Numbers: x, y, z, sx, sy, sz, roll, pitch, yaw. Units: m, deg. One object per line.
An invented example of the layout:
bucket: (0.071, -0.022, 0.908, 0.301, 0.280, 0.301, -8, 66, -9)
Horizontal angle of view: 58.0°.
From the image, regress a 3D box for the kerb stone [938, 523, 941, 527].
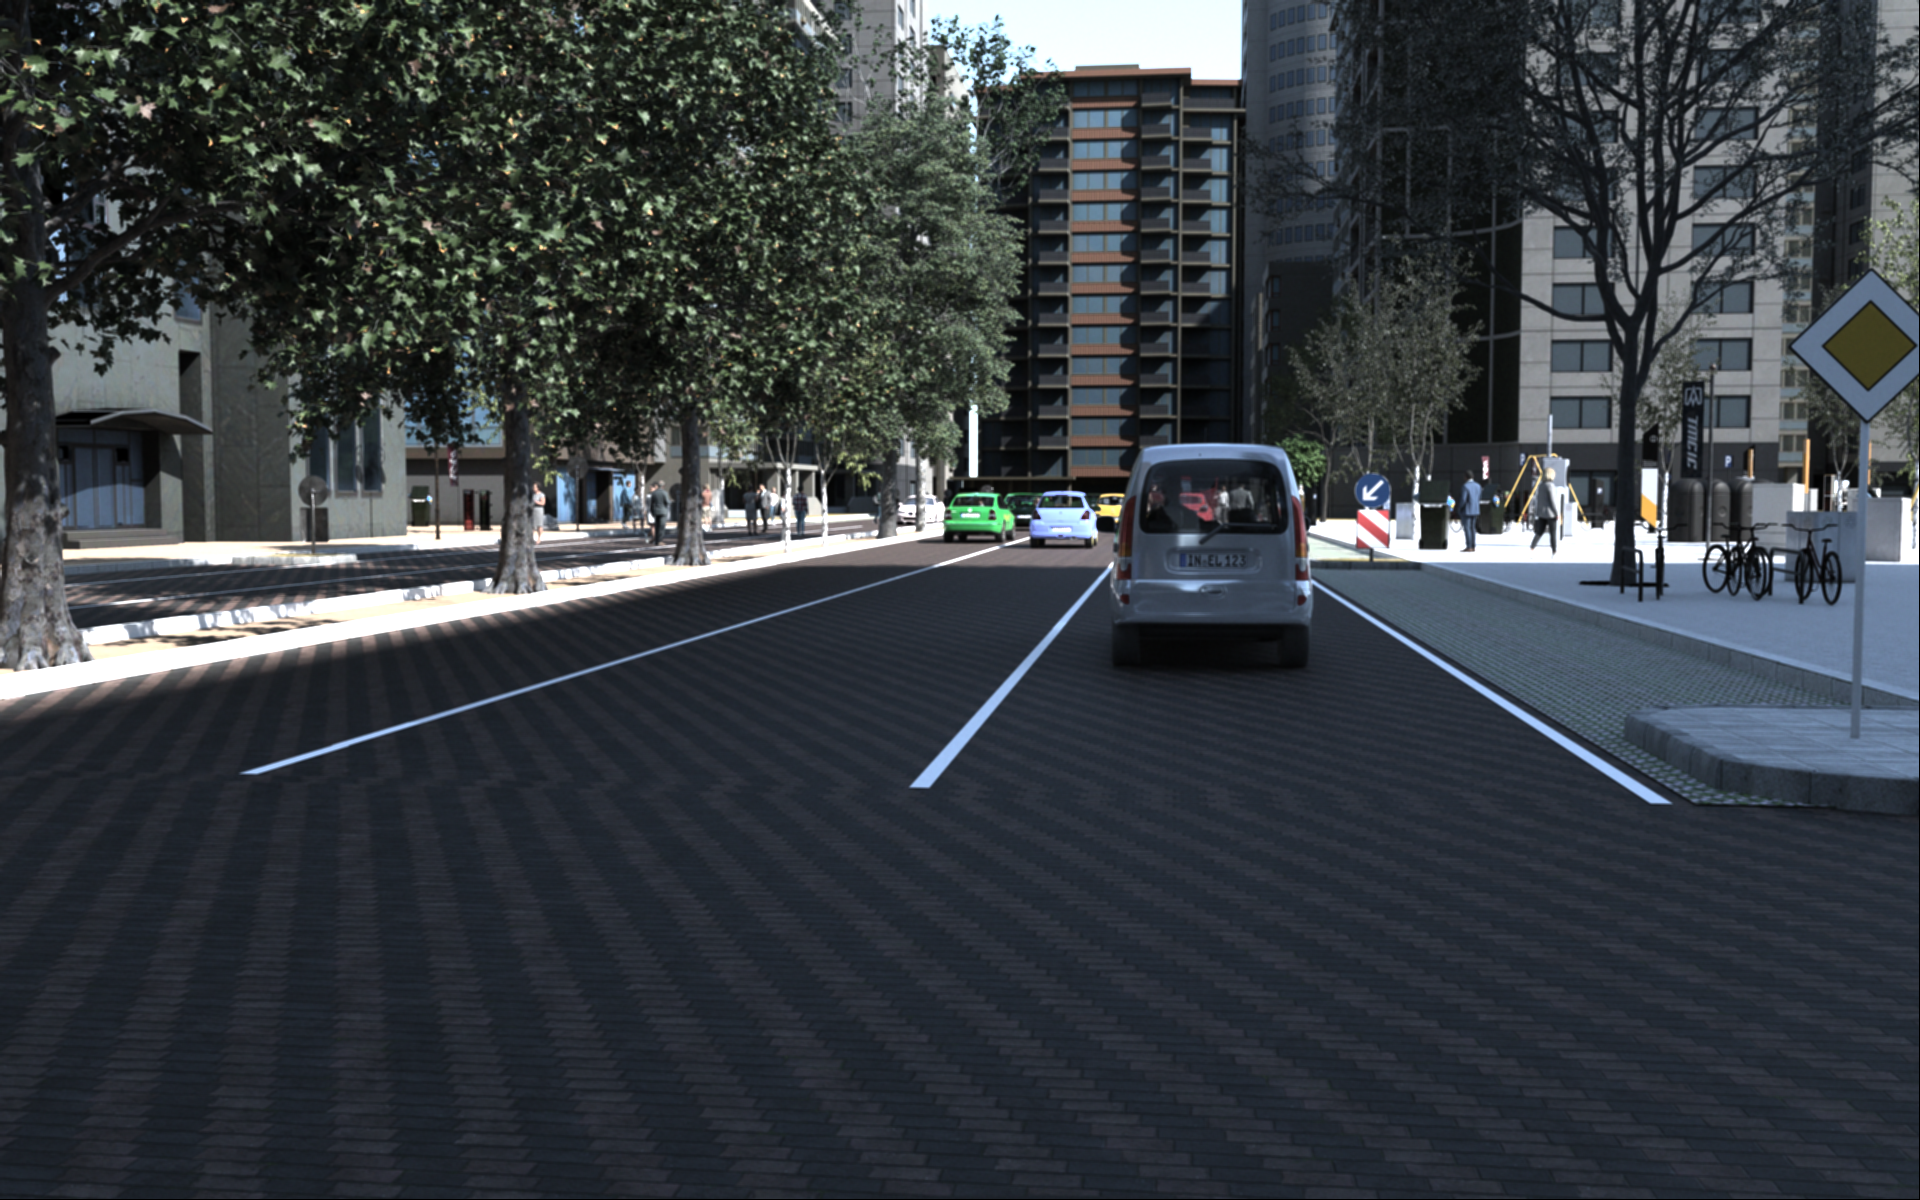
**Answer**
kerb stone: (-1.060, -3.226, 74.943, 0.120, 0.150, 1.000, 0, 4, 7)

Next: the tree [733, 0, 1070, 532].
tree: (-2.573, -12.653, 65.218, 12.611, 20.169, 13.585, 0, 3, 0)

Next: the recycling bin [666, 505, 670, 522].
recycling bin: (-13.728, -4.148, 80.366, 0.722, 1.027, 0.722, -1, 4, -12)

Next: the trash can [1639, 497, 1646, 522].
trash can: (32.083, -4.237, 80.928, 0.748, 1.137, 0.748, 0, 3, 0)

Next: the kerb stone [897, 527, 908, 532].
kerb stone: (-2.189, -2.666, 65.788, 0.120, 0.150, 1.000, 0, 4, 7)

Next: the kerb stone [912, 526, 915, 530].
kerb stone: (-1.944, -2.787, 67.818, 0.120, 0.150, 1.000, 0, 4, 7)

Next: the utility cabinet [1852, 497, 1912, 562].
utility cabinet: (17.540, -1.335, 32.987, 0.306, 1.237, 1.020, -2, 4, -27)

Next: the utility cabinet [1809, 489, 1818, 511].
utility cabinet: (34.922, -3.821, 71.150, 0.318, 1.500, 1.173, 1, 4, 15)

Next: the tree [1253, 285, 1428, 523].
tree: (16.555, -8.743, 77.363, 7.601, 10.594, 8.767, 3, 5, 44)

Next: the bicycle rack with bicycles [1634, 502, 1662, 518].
bicycle rack with bicycles: (29.012, -3.764, 74.927, 2.852, 0.926, 2.925, 0, 4, -1)

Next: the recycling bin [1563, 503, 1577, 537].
recycling bin: (18.018, -2.396, 51.735, 0.722, 1.027, 0.722, 2, 4, 25)

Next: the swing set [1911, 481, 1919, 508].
swing set: (20.114, -2.190, 33.432, 3.119, 2.851, 2.862, -1, 4, -19)

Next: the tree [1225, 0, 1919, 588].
tree: (9.382, -6.950, 24.010, 12.009, 13.543, 11.850, 0, 3, 0)

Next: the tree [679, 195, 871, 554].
tree: (-4.130, -5.425, 41.514, 4.360, 8.622, 3.978, 0, 3, 0)

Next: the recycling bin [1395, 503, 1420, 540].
recycling bin: (12.776, -2.219, 48.832, 0.722, 1.027, 0.722, -3, 5, -40)

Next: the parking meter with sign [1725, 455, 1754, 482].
parking meter with sign: (35.342, -4.997, 77.954, 1.738, 3.016, 0.543, -1, 4, -9)

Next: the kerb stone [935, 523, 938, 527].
kerb stone: (-1.183, -3.163, 73.928, 0.120, 0.150, 1.000, 0, 4, 7)

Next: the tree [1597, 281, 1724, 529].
tree: (24.599, -6.735, 60.484, 4.360, 8.622, 3.978, 0, 3, 0)

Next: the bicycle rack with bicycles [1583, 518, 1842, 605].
bicycle rack with bicycles: (9.356, -0.490, 21.390, 2.852, 0.926, 2.925, 1, 4, 15)

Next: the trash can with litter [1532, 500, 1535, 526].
trash can with litter: (19.228, -2.799, 57.150, 0.624, 1.170, 1.055, 1, 4, 22)

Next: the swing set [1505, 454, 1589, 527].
swing set: (23.157, -4.369, 69.057, 2.862, 2.851, 3.119, 0, 4, 1)

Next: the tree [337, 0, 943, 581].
tree: (-5.373, -7.031, 34.417, 9.611, 12.733, 9.660, 0, 3, 0)

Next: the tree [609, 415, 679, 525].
tree: (-12.996, -7.381, 71.036, 4.360, 8.622, 3.978, 0, 3, 0)

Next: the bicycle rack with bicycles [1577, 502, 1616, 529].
bicycle rack with bicycles: (20.664, -2.838, 59.776, 2.925, 0.926, 2.852, -2, 4, -29)

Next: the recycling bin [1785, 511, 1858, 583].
recycling bin: (12.591, -0.780, 25.302, 0.722, 1.027, 0.722, -1, 4, -10)

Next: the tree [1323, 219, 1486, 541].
tree: (12.382, -5.924, 47.220, 4.360, 8.622, 3.978, 0, 3, 0)

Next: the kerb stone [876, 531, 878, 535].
kerb stone: (-2.944, -2.293, 59.691, 0.120, 0.150, 1.000, 0, 4, 7)

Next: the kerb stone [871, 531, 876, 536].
kerb stone: (-3.066, -2.231, 58.676, 0.120, 0.150, 1.000, 0, 4, 7)

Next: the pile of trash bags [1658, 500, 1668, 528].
pile of trash bags: (27.478, -3.405, 65.430, 1.912, 1.369, 3.447, 1, 4, 19)

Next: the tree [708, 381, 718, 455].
tree: (-10.917, -8.002, 81.198, 4.737, 8.622, 4.395, 0, 3, 0)

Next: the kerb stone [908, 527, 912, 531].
kerb stone: (-2.066, -2.728, 66.803, 0.120, 0.150, 1.000, 0, 4, 7)

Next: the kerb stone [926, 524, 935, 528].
kerb stone: (-1.308, -3.100, 72.913, 0.120, 0.150, 1.000, 0, 4, 7)

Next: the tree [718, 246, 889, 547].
tree: (-3.666, -5.732, 46.544, 4.737, 8.622, 4.395, 0, 3, 0)

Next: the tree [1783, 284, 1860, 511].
tree: (30.638, -6.708, 60.039, 4.360, 8.622, 3.978, 0, 3, 0)

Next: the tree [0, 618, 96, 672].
tree: (-7.667, -5.790, 14.126, 9.611, 12.733, 9.660, 0, 3, 0)

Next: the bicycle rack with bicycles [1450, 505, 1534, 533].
bicycle rack with bicycles: (17.491, -2.715, 57.773, 2.852, 0.926, 2.925, -1, 4, -16)

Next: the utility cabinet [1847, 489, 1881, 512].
utility cabinet: (36.078, -3.700, 69.182, 0.318, 1.500, 1.173, -2, 4, -35)

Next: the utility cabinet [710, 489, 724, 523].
utility cabinet: (-10.764, -4.163, 76.747, 0.318, 1.500, 1.173, 1, 4, 9)

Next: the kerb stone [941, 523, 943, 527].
kerb stone: (-0.923, -3.283, 75.965, 0.120, 0.150, 1.000, 0, 4, 7)

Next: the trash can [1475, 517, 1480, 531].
trash can: (18.105, -2.957, 59.994, 0.748, 1.137, 0.748, 0, 3, 0)

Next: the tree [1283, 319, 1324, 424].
tree: (12.853, -6.431, 55.504, 4.360, 8.622, 3.978, 0, 3, 0)

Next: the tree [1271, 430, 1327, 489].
tree: (17.427, -6.472, 89.532, 4.285, 4.588, 4.351, 0, 3, 0)

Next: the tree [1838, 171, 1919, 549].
tree: (22.396, -5.475, 39.878, 4.737, 8.622, 4.395, 0, 3, 0)

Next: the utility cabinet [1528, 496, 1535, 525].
utility cabinet: (23.625, -3.674, 71.230, 0.306, 1.237, 1.020, 2, 4, 28)

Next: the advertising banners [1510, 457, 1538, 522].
advertising banners: (25.930, -5.088, 79.382, 0.090, 3.025, 2.074, -1, 4, -11)

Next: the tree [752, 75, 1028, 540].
tree: (-2.274, -8.860, 53.972, 9.857, 13.997, 8.962, 0, 3, 0)

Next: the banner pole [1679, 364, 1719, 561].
banner pole: (14.383, -2.671, 33.693, 0.401, 3.779, 0.863, -2, 4, -34)

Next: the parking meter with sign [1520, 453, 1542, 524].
parking meter with sign: (24.756, -4.737, 73.711, 1.738, 3.016, 0.543, 0, 4, -6)

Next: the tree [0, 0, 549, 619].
tree: (-6.369, -6.441, 24.773, 9.611, 12.733, 9.660, 0, 3, 0)

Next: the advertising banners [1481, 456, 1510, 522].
advertising banners: (24.758, -5.122, 79.936, 2.074, 3.025, 0.090, -2, 4, -31)

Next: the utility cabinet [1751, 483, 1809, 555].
utility cabinet: (17.030, -1.674, 36.053, 0.318, 1.500, 1.173, -1, 4, -15)

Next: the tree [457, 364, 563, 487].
tree: (-14.268, -6.431, 55.514, 4.737, 8.622, 4.395, 0, 3, 0)

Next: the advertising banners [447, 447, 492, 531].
advertising banners: (-17.107, -3.925, 60.355, 2.074, 3.025, 0.090, 2, 4, 30)
